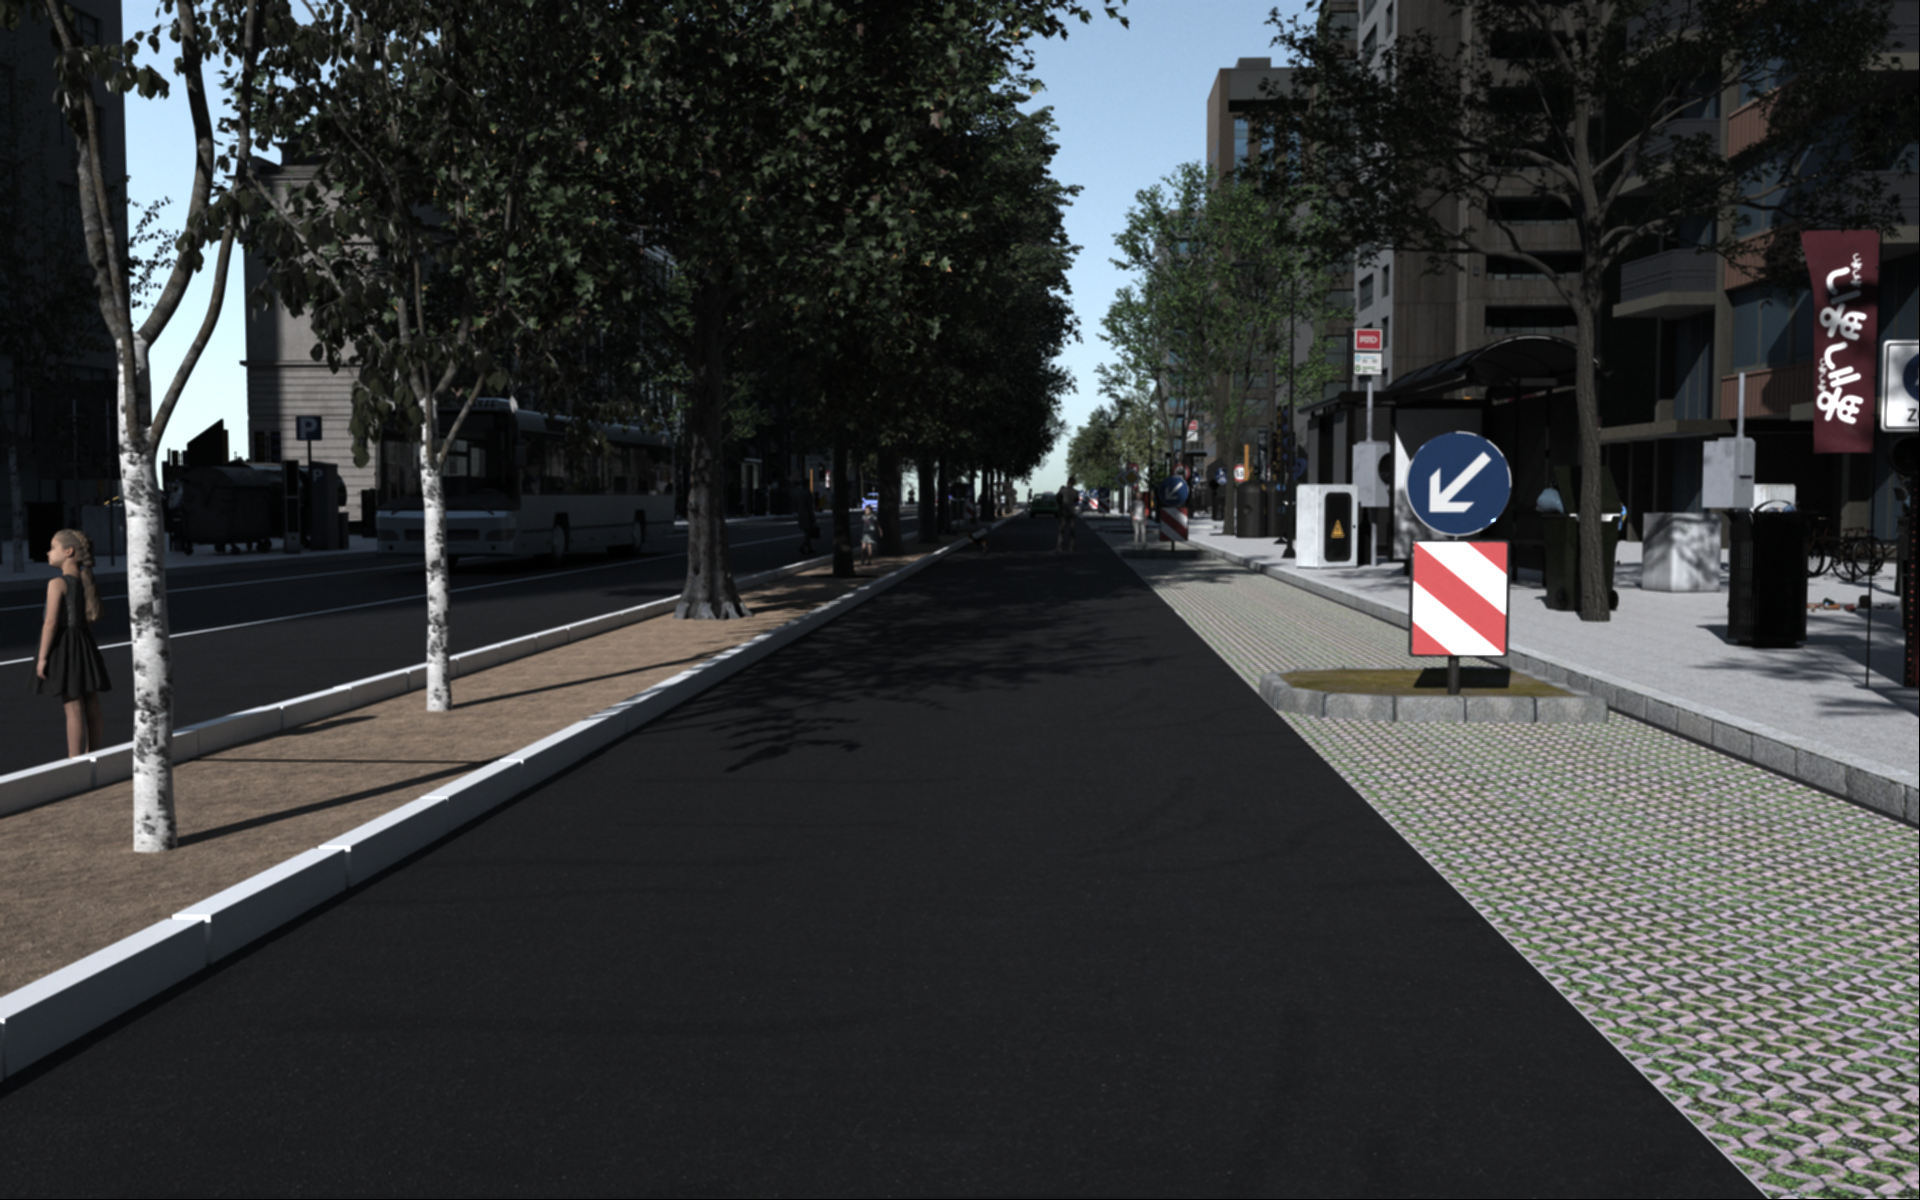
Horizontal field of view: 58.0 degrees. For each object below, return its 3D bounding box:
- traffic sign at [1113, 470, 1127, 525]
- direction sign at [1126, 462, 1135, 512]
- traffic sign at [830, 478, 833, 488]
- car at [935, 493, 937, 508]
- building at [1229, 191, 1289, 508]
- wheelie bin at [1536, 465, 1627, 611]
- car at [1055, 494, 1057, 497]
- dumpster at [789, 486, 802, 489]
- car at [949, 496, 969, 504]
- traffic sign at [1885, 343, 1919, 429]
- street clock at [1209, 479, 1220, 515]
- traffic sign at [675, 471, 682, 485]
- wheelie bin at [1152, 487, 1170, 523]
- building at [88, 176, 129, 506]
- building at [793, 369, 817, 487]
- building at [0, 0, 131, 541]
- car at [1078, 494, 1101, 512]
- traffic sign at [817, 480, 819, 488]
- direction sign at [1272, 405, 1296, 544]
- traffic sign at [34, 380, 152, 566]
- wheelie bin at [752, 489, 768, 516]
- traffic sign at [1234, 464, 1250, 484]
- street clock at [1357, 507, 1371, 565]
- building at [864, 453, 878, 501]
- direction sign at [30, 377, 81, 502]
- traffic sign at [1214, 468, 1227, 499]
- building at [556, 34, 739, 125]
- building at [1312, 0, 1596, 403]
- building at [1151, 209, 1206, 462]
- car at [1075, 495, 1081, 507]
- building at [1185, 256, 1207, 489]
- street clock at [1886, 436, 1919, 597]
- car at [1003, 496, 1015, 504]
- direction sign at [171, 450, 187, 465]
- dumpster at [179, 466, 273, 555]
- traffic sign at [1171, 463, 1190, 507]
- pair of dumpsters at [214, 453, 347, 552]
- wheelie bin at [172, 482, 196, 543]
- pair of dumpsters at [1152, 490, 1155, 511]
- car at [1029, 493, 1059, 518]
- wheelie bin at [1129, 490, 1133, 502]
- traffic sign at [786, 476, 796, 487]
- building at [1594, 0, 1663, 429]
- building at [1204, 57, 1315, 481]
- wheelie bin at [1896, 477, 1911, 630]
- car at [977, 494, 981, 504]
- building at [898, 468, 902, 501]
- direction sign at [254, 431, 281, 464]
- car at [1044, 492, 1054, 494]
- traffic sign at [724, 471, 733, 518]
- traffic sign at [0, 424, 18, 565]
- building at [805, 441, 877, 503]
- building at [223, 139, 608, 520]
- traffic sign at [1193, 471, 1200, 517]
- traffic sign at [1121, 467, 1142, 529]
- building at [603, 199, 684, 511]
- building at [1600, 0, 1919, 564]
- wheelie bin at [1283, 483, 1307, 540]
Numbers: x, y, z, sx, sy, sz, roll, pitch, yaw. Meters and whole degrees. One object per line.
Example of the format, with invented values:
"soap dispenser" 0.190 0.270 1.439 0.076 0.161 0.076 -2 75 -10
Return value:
"traffic sign" 6.746 -4.164 71.717 0.795 2.450 0.064 0 4 3
"direction sign" 12.860 -8.452 130.180 0.876 3.537 0.379 3 4 38
"traffic sign" -10.043 -8.375 137.044 0.768 2.556 0.104 1 4 13
"car" -2.074 -9.229 159.926 2.155 1.783 4.494 0 4 2
"building" 32.636 -24.082 165.447 14.160 30.474 14.107 0 4 3
"wheelie bin" 6.826 -0.688 19.153 0.980 1.594 0.693 0 4 -7
"car" 6.862 -7.422 131.143 2.009 1.686 4.222 0 4 4
"dumpster" -11.542 -7.114 122.077 1.264 1.857 1.865 0 4 3
"car" -0.020 -7.424 133.744 2.083 1.381 4.827 0 4 2
"traffic sign" 6.450 -0.578 11.587 0.606 2.300 0.079 0 4 6
"street clock" 12.489 -4.926 85.109 0.471 2.002 0.358 2 4 29
"traffic sign" -10.765 -3.735 64.713 0.795 2.450 0.064 0 4 3
"wheelie bin" 8.940 -4.179 76.232 0.980 1.594 0.693 0 4 -1
"building" -54.505 -14.744 90.211 18.267 20.994 9.793 0 4 3
"building" -27.986 -32.853 191.768 22.147 44.769 28.867 0 4 3
"building" -31.948 -22.244 47.280 14.086 41.232 14.154 0 4 3
"car" 9.857 -7.191 129.577 2.014 1.417 4.499 0 4 1
"traffic sign" -10.023 -7.533 125.294 0.606 2.300 0.079 0 4 8
"direction sign" 8.257 -3.208 44.450 0.379 3.537 0.876 0 4 -7
"traffic sign" -15.487 -2.268 30.955 2.265 3.308 0.079 1 4 8
"wheelie bin" -11.592 -5.687 100.885 0.980 1.594 0.693 -2 4 -31
"traffic sign" 12.037 -4.543 74.381 0.768 2.556 0.104 1 4 11
"street clock" 7.345 -1.640 31.383 0.358 2.002 0.471 -2 4 -26
"building" -22.622 -40.204 281.042 21.300 48.544 21.600 0 4 3
"direction sign" -17.509 -2.546 33.626 0.876 3.537 0.379 -2 4 -35
"traffic sign" 12.795 -5.164 84.534 0.768 2.556 0.104 1 4 12
"building" -29.229 -31.083 162.830 22.147 44.769 28.867 0 4 3
"building" 27.637 -20.207 102.078 14.160 30.474 14.107 0 4 3
"building" 43.479 -40.939 288.956 23.786 49.044 30.456 0 4 3
"car" 12.626 -10.145 178.450 1.945 1.354 3.894 0 4 4
"building" 46.757 -34.859 261.828 32.217 40.220 23.993 0 4 3
"street clock" 11.849 -1.045 21.661 0.471 2.002 0.358 1 4 13
"car" 7.217 -15.396 260.758 2.155 1.783 4.494 0 4 2
"direction sign" -40.431 -5.989 89.911 0.876 3.537 0.379 0 4 -6
"dumpster" -15.605 -1.901 36.843 1.264 1.857 1.865 0 4 3
"traffic sign" 9.174 -4.401 72.057 0.768 2.556 0.104 1 4 10
"pair of dumpsters" -15.796 -2.297 40.048 1.574 2.255 4.437 0 4 3
"wheelie bin" -20.161 -2.281 45.209 0.980 1.594 0.693 2 4 23
"pair of dumpsters" 14.920 -7.735 128.963 1.574 2.255 4.437 0 4 3
"car" 5.204 -5.956 106.172 1.959 1.807 4.718 0 4 4
"wheelie bin" 14.379 -8.284 143.349 0.693 1.594 0.980 -2 4 -35
"traffic sign" -12.175 -7.599 124.344 0.768 2.556 0.104 0 4 4
"building" 27.925 -19.274 86.830 14.107 30.474 14.160 0 4 3
"building" 32.955 -32.356 179.125 14.600 45.320 14.200 0 4 3
"wheelie bin" 9.109 -0.502 16.116 0.693 1.594 0.980 1 4 16
"car" 3.576 -15.351 260.767 2.009 1.686 4.222 0 4 5
"building" -17.646 -32.292 299.670 14.160 30.474 14.107 0 4 3
"direction sign" -25.019 -4.322 62.668 0.876 3.537 0.379 -1 4 -20
"car" 13.731 -15.899 268.626 2.281 1.827 5.304 0 4 4
"traffic sign" -12.504 -5.662 92.682 0.768 2.556 0.104 1 4 13
"traffic sign" -17.413 -1.910 31.337 0.768 2.556 0.104 0 4 3
"building" -27.034 -40.812 256.522 28.713 52.752 27.495 0 4 3
"building" -28.661 -15.566 96.298 13.314 21.916 24.055 0 4 3
"traffic sign" 13.093 -5.942 97.264 0.768 2.556 0.104 1 4 12
"traffic sign" 6.302 -3.676 63.744 0.795 2.450 0.064 0 4 3
"building" -27.482 -19.812 121.190 12.463 27.353 25.104 0 4 3
"building" 27.099 -23.336 36.172 22.147 44.769 28.867 0 4 3
"wheelie bin" 9.496 -2.489 48.603 0.693 1.594 0.980 -2 4 -29
